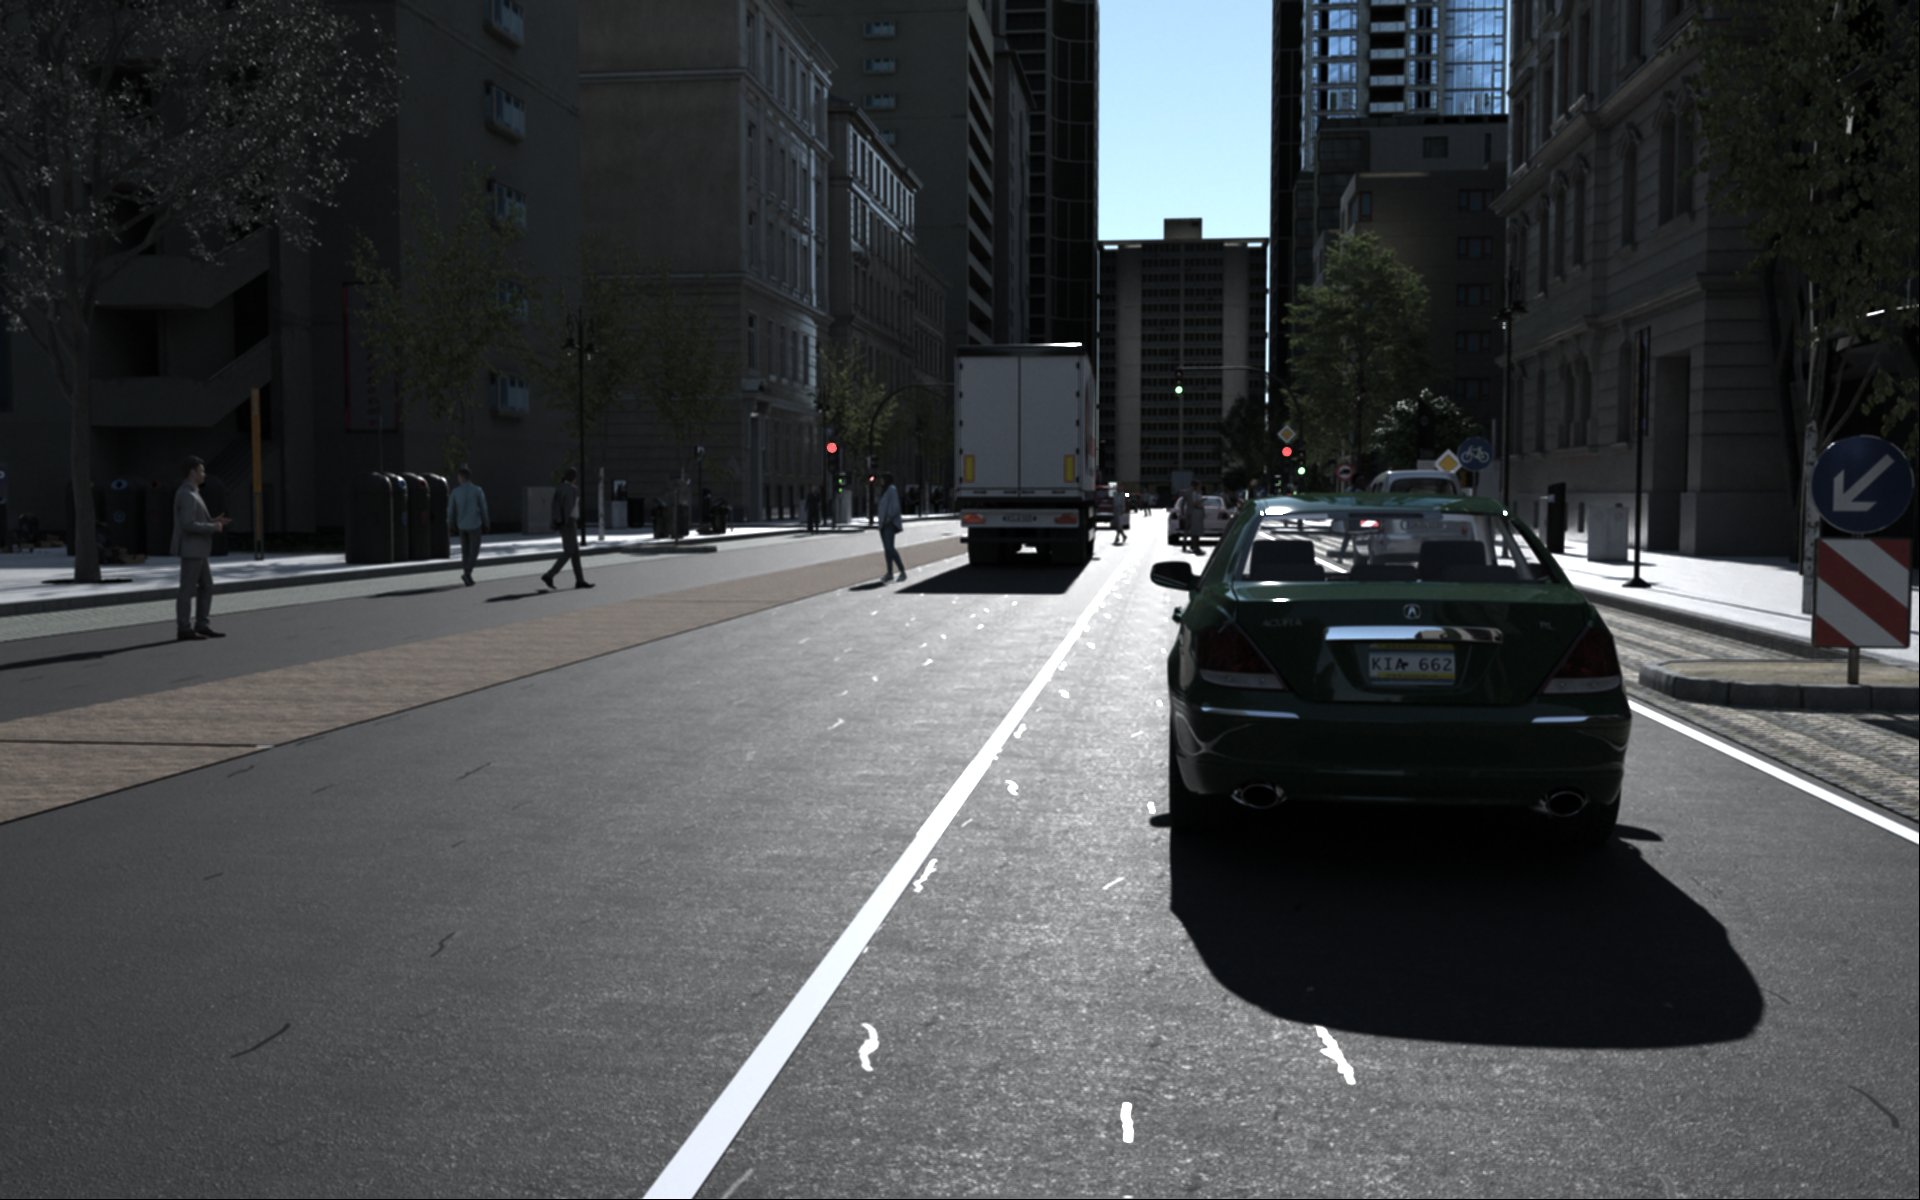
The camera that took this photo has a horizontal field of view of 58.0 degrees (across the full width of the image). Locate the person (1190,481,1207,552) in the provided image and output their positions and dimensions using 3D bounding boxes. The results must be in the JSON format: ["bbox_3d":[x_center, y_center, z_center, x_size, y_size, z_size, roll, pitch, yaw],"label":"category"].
[{"bbox_3d":[6.006,-2.091,43.251,0.524,1.755,0.480,2,4,30],"label":"person"}]

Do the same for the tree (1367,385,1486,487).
[{"bbox_3d":[13.965,-4.180,52.055,4.285,4.588,4.351,0,3,0],"label":"tree"}]

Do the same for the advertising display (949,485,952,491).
[{"bbox_3d":[-0.623,-7.138,121.917,0.123,1.923,0.974,1,4,9],"label":"advertising display"}]

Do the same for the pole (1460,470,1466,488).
[{"bbox_3d":[16.409,-3.834,56.524,0.158,3.312,0.155,0,3,0],"label":"pole"}]

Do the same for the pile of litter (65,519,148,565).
[{"bbox_3d":[-15.616,-1.100,31.951,1.176,0.858,1.719,-1,4,-15],"label":"pile of litter"}]

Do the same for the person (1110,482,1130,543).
[{"bbox_3d":[4.721,-2.568,50.843,0.624,1.780,0.694,-1,4,-23],"label":"person"}]

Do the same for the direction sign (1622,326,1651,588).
[{"bbox_3d":[9.342,-1.946,23.810,0.379,3.537,0.876,1,4,10],"label":"direction sign"}]

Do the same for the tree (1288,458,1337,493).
[{"bbox_3d":[16.918,-5.400,82.888,1.663,3.219,1.824,0,3,0],"label":"tree"}]

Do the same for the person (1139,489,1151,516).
[{"bbox_3d":[12.079,-6.374,113.205,0.782,1.767,0.515,2,4,30],"label":"person"}]

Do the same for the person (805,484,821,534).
[{"bbox_3d":[-5.191,-3.196,61.168,0.576,1.772,0.534,-1,4,-12],"label":"person"}]

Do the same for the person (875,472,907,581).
[{"bbox_3d":[-1.144,-1.225,28.792,0.793,1.790,0.793,3,4,37],"label":"person"}]

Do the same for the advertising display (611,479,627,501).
[{"bbox_3d":[-14.834,-4.294,75.416,0.123,1.923,0.974,2,4,25],"label":"advertising display"}]

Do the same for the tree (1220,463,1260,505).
[{"bbox_3d":[32.338,-13.487,204.227,4.285,4.588,4.351,0,3,0],"label":"tree"}]

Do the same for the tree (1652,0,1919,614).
[{"bbox_3d":[9.166,-4.142,18.088,4.737,8.622,4.395,0,3,0],"label":"tree"}]

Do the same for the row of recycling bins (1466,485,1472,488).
[{"bbox_3d":[21.674,-4.212,75.977,3.534,1.692,1.069,-1,4,-20],"label":"row of recycling bins"}]

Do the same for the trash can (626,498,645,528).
[{"bbox_3d":[-12.205,-3.275,65.192,0.748,1.137,0.748,0,3,0],"label":"trash can"}]

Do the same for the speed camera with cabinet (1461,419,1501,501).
[{"bbox_3d":[13.912,-3.186,46.427,0.660,3.252,2.038,0,4,2],"label":"speed camera with cabinet"}]

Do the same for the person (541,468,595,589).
[{"bbox_3d":[-5.927,-1.077,26.207,0.850,1.850,0.679,-2,4,-28],"label":"person"}]

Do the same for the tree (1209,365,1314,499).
[{"bbox_3d":[22.632,-11.753,126.568,8.767,10.594,7.601,1,4,16],"label":"tree"}]

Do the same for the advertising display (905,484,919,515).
[{"bbox_3d":[-2.987,-6.326,108.641,0.974,1.923,0.123,1,4,13],"label":"advertising display"}]

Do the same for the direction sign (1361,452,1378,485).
[{"bbox_3d":[21.962,-6.176,92.967,0.876,3.537,0.379,0,4,-6],"label":"direction sign"}]

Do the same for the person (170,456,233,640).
[{"bbox_3d":[-7.480,-0.514,17.104,0.583,1.804,0.606,-2,4,-28],"label":"person"}]

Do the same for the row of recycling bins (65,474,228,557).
[{"bbox_3d":[-16.936,-1.772,36.085,3.534,1.692,1.069,1,4,8],"label":"row of recycling bins"}]

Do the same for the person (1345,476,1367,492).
[{"bbox_3d":[8.073,-1.640,35.587,0.793,1.790,0.793,0,4,2],"label":"person"}]

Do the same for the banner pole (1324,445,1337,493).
[{"bbox_3d":[18.242,-5.844,85.565,0.863,3.779,0.401,3,5,40],"label":"banner pole"}]

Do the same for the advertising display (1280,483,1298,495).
[{"bbox_3d":[19.745,-6.010,103.477,0.974,1.923,0.123,0,4,-8],"label":"advertising display"}]

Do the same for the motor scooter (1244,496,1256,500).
[{"bbox_3d":[18.788,-6.062,111.889,0.815,1.314,1.986,0,4,7],"label":"motor scooter"}]

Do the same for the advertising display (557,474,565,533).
[{"bbox_3d":[-13.060,-3.153,56.763,0.123,1.923,0.974,-1,4,-21],"label":"advertising display"}]

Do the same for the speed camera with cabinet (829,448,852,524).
[{"bbox_3d":[-5.193,-4.943,75.160,0.660,3.252,2.038,1,4,9],"label":"speed camera with cabinet"}]

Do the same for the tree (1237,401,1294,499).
[{"bbox_3d":[24.373,-11.372,136.286,4.737,8.622,4.395,0,3,0],"label":"tree"}]

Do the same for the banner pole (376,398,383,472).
[{"bbox_3d":[-15.251,-3.400,45.613,0.401,3.779,0.863,-1,4,-13],"label":"banner pole"}]

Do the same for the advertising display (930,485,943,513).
[{"bbox_3d":[-1.603,-6.951,118.868,0.974,1.923,0.123,-2,4,-33],"label":"advertising display"}]

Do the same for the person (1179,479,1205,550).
[{"bbox_3d":[5.984,-2.204,44.661,0.709,1.813,0.853,1,4,19],"label":"person"}]

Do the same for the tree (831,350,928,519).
[{"bbox_3d":[-4.468,-8.443,88.403,4.737,8.622,4.395,0,3,0],"label":"tree"}]

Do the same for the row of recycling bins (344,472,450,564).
[{"bbox_3d":[-10.826,-1.602,33.298,1.069,1.692,3.534,0,4,6],"label":"row of recycling bins"}]

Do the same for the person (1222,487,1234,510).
[{"bbox_3d":[12.570,-4.450,81.845,0.643,1.750,0.593,-2,4,-35],"label":"person"}]

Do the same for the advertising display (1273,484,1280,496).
[{"bbox_3d":[20.344,-6.404,109.924,0.974,1.923,0.123,-1,4,-17],"label":"advertising display"}]

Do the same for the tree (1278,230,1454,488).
[{"bbox_3d":[17.519,-9.594,74.985,7.486,12.596,7.792,0,3,0],"label":"tree"}]

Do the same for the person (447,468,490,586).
[{"bbox_3d":[-7.761,-1.151,27.175,0.638,1.841,0.748,1,4,9],"label":"person"}]

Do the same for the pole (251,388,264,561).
[{"bbox_3d":[-13.565,-2.421,33.422,0.158,3.312,0.155,0,3,0],"label":"pole"}]

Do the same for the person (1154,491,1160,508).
[{"bbox_3d":[20.838,-10.640,183.398,0.756,1.711,0.436,-1,4,-14],"label":"person"}]

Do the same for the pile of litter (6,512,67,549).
[{"bbox_3d":[-22.027,-1.680,41.426,1.176,0.858,1.719,2,4,28],"label":"pile of litter"}]
